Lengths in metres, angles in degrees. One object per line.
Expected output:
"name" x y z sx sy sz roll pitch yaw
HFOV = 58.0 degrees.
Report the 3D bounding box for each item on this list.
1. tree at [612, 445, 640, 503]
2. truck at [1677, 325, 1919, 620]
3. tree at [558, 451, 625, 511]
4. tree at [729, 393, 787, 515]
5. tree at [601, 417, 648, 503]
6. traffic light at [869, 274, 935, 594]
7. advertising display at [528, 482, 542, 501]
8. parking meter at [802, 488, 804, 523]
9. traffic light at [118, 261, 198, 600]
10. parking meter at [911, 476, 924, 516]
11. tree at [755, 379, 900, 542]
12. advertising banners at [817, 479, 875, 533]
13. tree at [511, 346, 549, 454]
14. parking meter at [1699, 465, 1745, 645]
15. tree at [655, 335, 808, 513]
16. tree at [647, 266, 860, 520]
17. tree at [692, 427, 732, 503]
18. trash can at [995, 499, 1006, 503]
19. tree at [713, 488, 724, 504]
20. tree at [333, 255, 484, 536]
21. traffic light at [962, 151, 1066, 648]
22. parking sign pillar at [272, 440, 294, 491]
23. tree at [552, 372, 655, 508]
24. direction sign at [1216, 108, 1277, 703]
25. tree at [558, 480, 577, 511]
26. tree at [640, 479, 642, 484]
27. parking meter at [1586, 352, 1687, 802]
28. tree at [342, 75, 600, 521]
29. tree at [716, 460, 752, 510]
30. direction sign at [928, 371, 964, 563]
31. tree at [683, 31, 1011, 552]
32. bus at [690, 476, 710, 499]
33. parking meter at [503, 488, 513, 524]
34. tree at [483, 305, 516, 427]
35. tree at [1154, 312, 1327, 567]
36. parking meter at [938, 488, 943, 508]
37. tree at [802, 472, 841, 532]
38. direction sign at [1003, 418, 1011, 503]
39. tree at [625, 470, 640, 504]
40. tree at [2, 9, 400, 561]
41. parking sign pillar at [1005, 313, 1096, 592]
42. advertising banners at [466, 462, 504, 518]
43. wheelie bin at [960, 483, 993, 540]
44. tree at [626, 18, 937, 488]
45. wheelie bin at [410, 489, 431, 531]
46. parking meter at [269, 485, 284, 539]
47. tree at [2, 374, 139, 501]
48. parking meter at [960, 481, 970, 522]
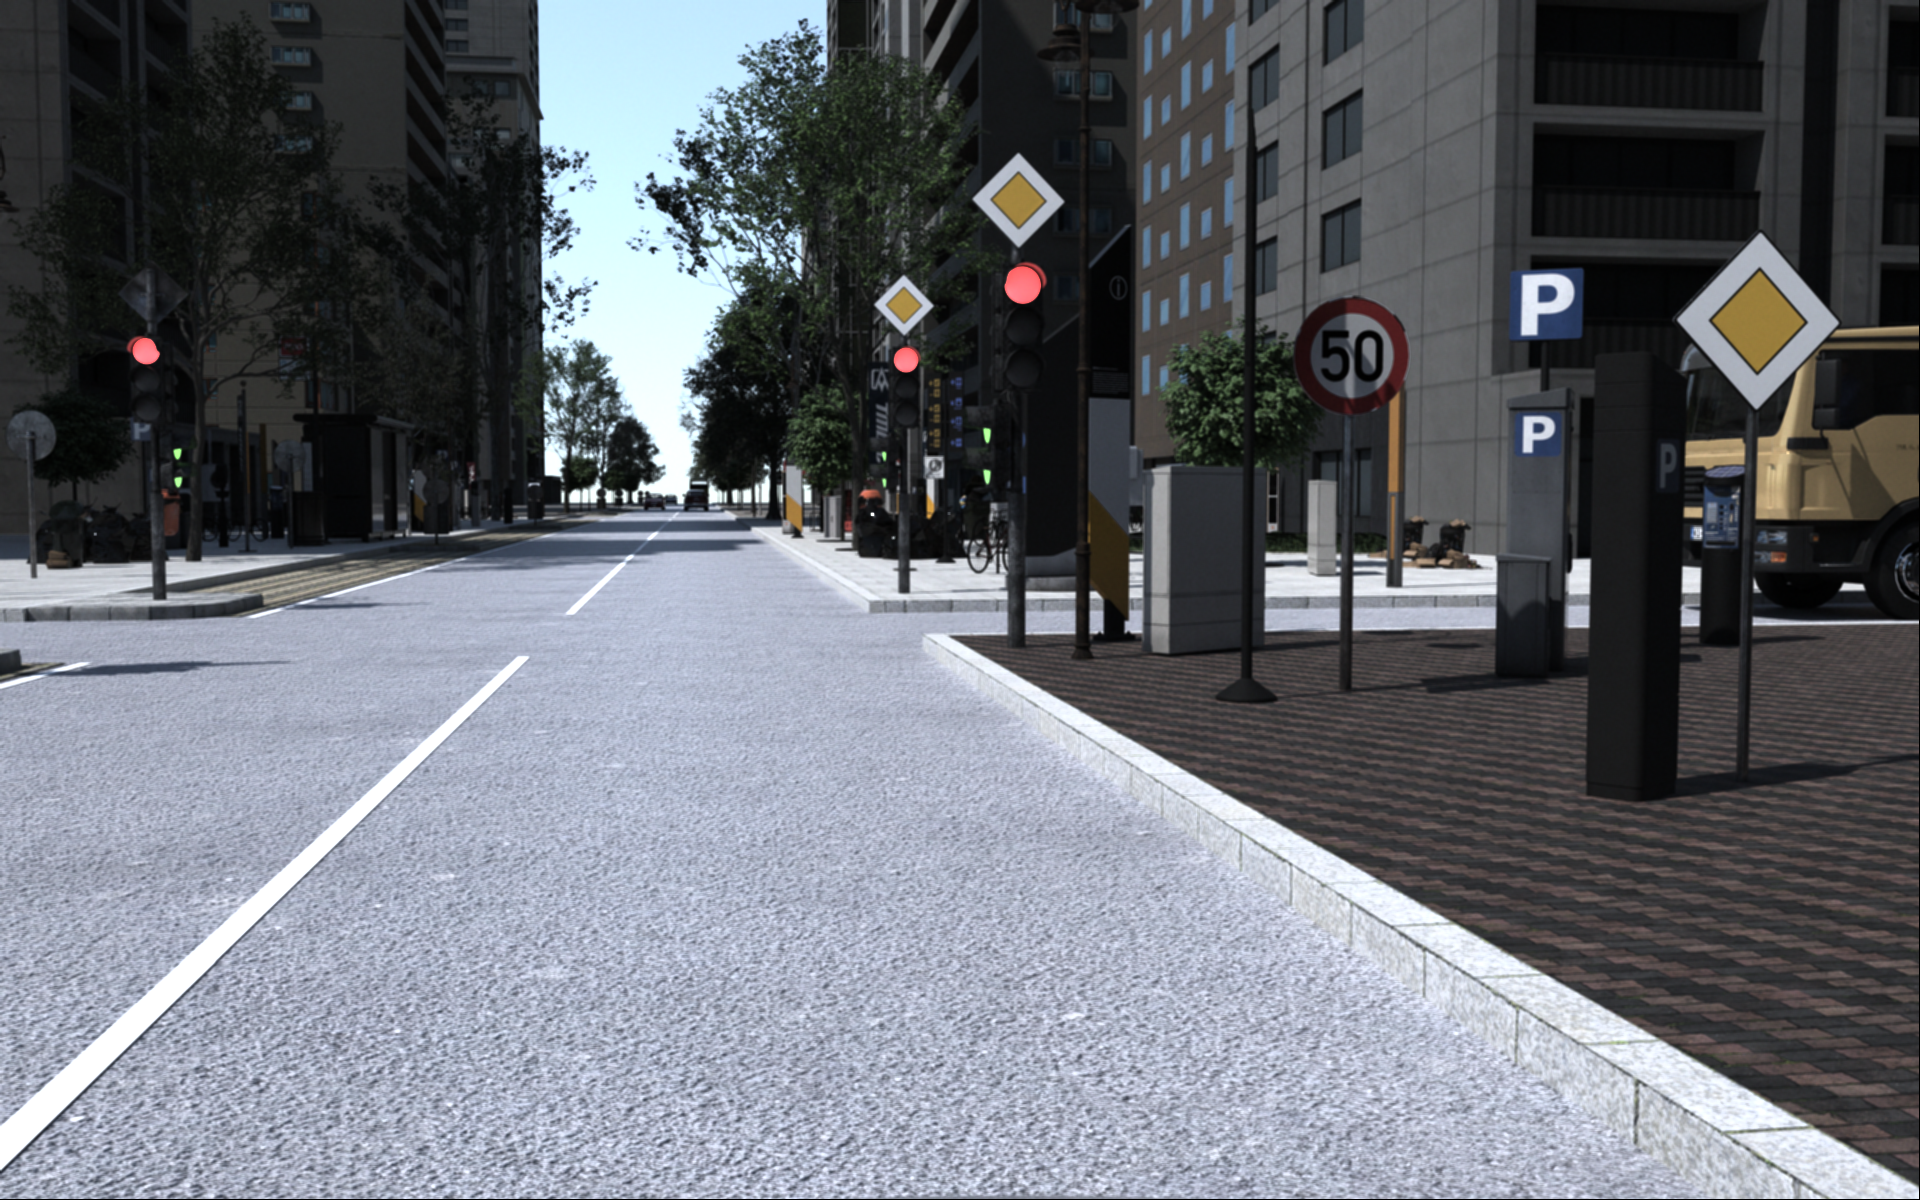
"tree" -46.503 -17.806 241.486 4.360 8.622 3.978 0 3 0
"truck" 12.828 -1.535 21.020 9.791 3.379 3.469 -1 4 -8
"tree" -28.111 -8.829 128.062 4.285 4.588 4.351 0 3 0
"tree" -11.924 -9.397 104.000 4.360 8.622 3.978 0 3 0
"tree" -47.810 -20.450 251.367 9.611 12.733 9.660 0 3 0
"traffic light" -0.741 -2.040 22.278 0.839 4.253 0.868 -1 4 -9
"advertising display" -23.302 -5.490 94.971 0.974 1.923 0.123 2 4 34
"parking meter" -6.780 -3.962 73.192 0.372 1.533 0.369 0 3 0
"traffic light" -9.698 -1.957 20.911 0.839 4.253 0.868 -1 4 -9
"parking meter" -1.327 -2.986 54.526 0.255 1.863 0.399 -2 4 -35
"tree" -3.153 -3.853 46.716 4.285 4.588 4.351 0 3 0
"advertising banners" -3.724 -3.762 57.696 2.074 3.025 0.090 0 4 4
"tree" -25.667 -11.471 113.298 9.928 11.665 9.643 0 3 0
"parking meter" 6.561 -0.394 14.850 0.372 1.533 0.369 0 3 0
"tree" -13.860 -12.547 115.515 12.009 13.543 11.850 0 3 0
"tree" -9.371 -10.411 87.231 9.611 12.733 9.660 0 3 0
"tree" -26.764 -17.142 198.391 7.486 12.596 7.792 0 3 0
"trash can" 1.419 -2.527 52.970 0.748 1.137 0.748 0 3 0
"tree" -29.972 -16.483 219.867 4.737 8.622 4.395 0 3 0
"tree" -17.006 -6.284 53.113 4.360 8.622 3.978 0 3 0
"traffic light" 0.454 -1.557 14.382 0.839 4.253 0.868 -1 4 -9
"parking sign pillar" -33.762 -5.989 86.393 1.447 3.967 1.447 1 4 8
"tree" -34.250 -15.580 165.103 12.009 13.543 11.850 0 3 0
"direction sign" 1.785 -1.143 10.691 0.379 3.537 0.876 1 4 11
"tree" -29.987 -8.422 132.300 1.663 3.219 1.824 0 3 0
"tree" -43.976 -15.115 230.849 4.285 4.588 4.351 0 3 0
"parking meter" 2.875 -0.101 7.357 0.399 1.863 0.255 -3 5 -44
"tree" -23.046 -13.784 81.263 12.611 20.169 13.585 0 3 0
"tree" -18.222 -9.783 143.663 4.285 4.588 4.351 0 3 0
"direction sign" -0.267 -2.461 32.234 0.876 3.537 0.379 3 5 41
"tree" -2.318 -6.923 38.951 9.928 11.665 9.643 0 3 0
"bus" -36.044 -15.177 239.688 2.896 3.916 12.252 0 4 -8
"parking meter" -19.550 -4.068 74.921 0.372 1.533 0.369 0 3 0
"tree" -18.198 -6.870 62.683 4.360 8.622 3.978 0 3 0
"tree" 5.008 -2.877 30.759 4.285 4.588 4.351 0 3 0
"parking meter" -0.890 -3.977 73.443 0.372 1.533 0.369 0 3 0
"tree" -4.799 -3.973 59.552 1.663 3.219 1.824 0 3 0
"direction sign" 1.314 -3.643 51.564 0.379 3.537 0.876 2 4 34
"tree" -39.134 -12.956 195.549 4.285 4.588 4.351 0 3 0
"tree" -14.304 -6.020 32.844 7.601 10.594 8.767 -1 4 -20
"parking sign pillar" 1.330 -2.130 23.297 1.447 3.967 1.447 -2 4 -31
"advertising banners" -25.799 -5.988 94.084 2.074 3.025 0.090 0 4 8
"wheelie bin" 0.497 -2.493 48.675 0.980 1.594 0.693 -2 4 -29
"tree" -7.417 -13.205 71.793 12.611 20.169 13.585 0 3 0
"wheelie bin" -18.944 -3.227 60.666 0.980 1.594 0.693 3 5 42
"parking meter" -19.721 -2.544 50.005 0.372 1.533 0.369 0 3 0
"tree" -24.447 -3.906 47.571 4.285 4.588 4.351 0 3 0
"parking meter" 0.232 -4.238 75.008 0.399 1.863 0.255 1 4 10
